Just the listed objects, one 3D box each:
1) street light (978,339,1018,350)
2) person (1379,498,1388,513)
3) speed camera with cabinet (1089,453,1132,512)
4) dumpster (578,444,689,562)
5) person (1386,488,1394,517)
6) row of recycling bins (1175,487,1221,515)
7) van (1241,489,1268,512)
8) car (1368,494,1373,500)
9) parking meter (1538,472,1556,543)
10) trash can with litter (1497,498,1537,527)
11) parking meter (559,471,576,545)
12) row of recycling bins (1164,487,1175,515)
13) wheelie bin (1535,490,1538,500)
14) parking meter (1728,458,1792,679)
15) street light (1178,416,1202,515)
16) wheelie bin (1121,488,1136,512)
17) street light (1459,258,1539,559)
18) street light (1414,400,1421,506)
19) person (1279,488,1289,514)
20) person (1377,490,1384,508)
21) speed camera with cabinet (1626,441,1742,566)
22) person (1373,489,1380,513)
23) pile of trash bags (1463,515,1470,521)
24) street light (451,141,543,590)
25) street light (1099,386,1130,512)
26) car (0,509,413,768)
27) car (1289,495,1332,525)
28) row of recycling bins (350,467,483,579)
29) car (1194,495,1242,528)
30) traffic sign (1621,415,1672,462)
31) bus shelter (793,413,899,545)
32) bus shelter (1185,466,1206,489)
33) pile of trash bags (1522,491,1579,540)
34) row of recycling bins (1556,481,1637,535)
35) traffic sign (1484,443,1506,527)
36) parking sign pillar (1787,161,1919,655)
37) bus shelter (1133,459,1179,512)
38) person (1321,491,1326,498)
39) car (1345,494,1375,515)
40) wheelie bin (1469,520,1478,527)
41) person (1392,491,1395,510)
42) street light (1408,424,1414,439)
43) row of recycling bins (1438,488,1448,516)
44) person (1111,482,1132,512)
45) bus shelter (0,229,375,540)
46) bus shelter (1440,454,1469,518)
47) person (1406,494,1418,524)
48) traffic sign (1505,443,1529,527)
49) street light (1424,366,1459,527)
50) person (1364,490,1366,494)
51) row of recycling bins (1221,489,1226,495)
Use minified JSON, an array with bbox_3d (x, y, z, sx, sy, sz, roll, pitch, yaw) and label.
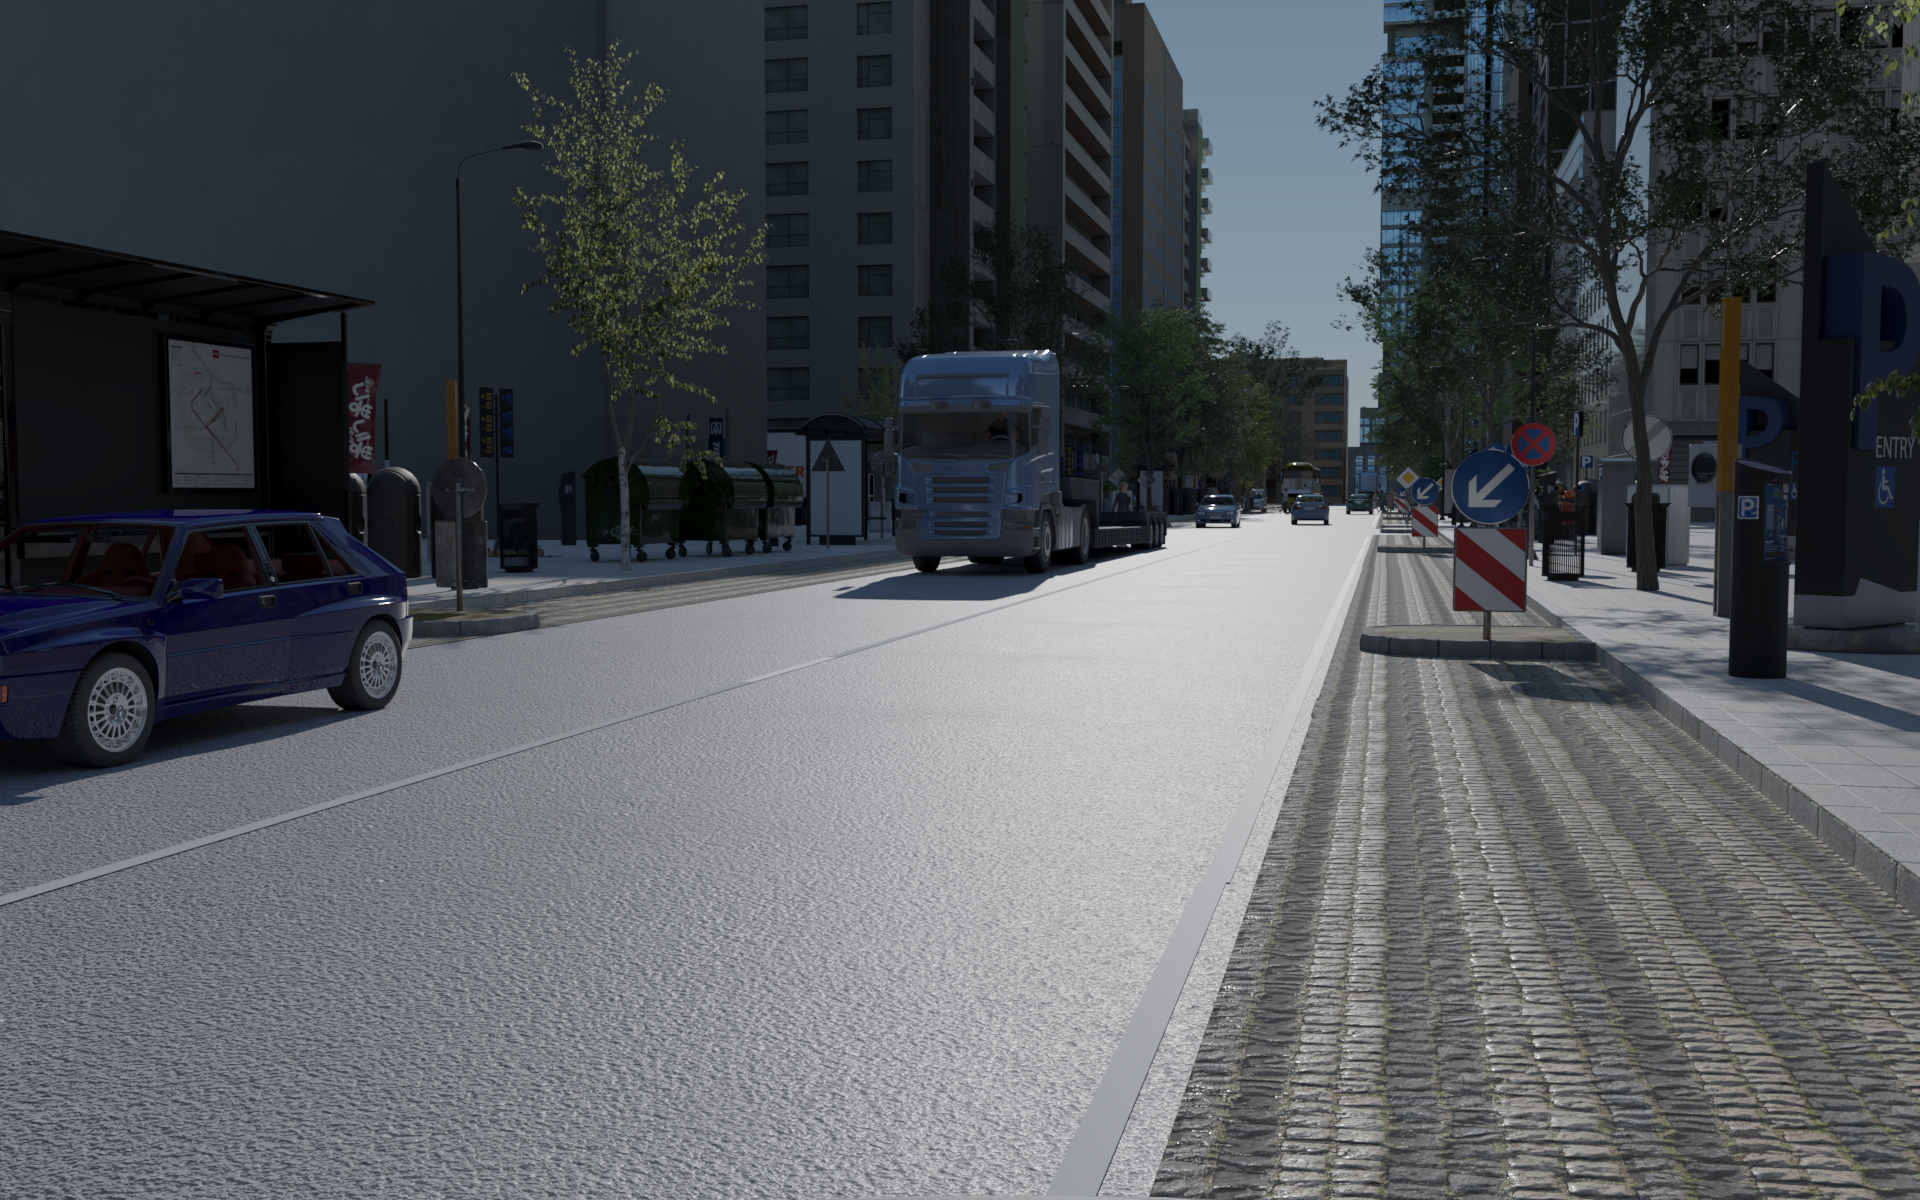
[{"bbox_3d":[1.054,-4.874,52.234,1.470,5.913,1.316,1,4,14],"label":"street light"},{"bbox_3d":[31.223,-6.965,127.884,0.738,1.151,1.012,-3,5,-43],"label":"person"},{"bbox_3d":[7.331,-5.505,84.350,2.038,3.252,0.660,0,4,-2],"label":"speed camera with cabinet"},{"bbox_3d":[-6.271,-1.884,33.291,1.502,2.255,1.985,1,4,14],"label":"dumpster"},{"bbox_3d":[26.739,-6.037,107.553,0.599,1.781,0.374,-1,4,-18],"label":"person"},{"bbox_3d":[16.132,-6.808,118.416,3.534,1.692,1.069,-3,5,-43],"label":"row of recycling bins"},{"bbox_3d":[22.769,-7.752,133.763,2.013,2.044,4.112,1,4,14],"label":"van"},{"bbox_3d":[42.735,-10.546,182.216,2.009,1.686,4.222,1,4,16],"label":"car"},{"bbox_3d":[15.267,-2.407,45.066,0.399,1.863,0.255,-1,4,-16],"label":"parking meter"},{"bbox_3d":[13.315,-1.861,41.820,1.055,1.170,0.624,-3,5,-43],"label":"trash can with litter"},{"bbox_3d":[-9.817,-2.300,43.312,0.399,1.863,0.255,-1,4,-21],"label":"parking meter"},{"bbox_3d":[12.584,-6.434,112.311,1.069,1.692,3.534,2,4,29],"label":"row of recycling bins"},{"bbox_3d":[39.741,-6.830,119.572,0.693,1.594,0.980,0,4,5],"label":"wheelie bin"},{"bbox_3d":[5.613,-0.229,12.149,0.372,1.533,0.369,0,3,0],"label":"parking meter"},{"bbox_3d":[13.798,-8.029,103.820,1.470,5.913,1.316,1,4,14],"label":"street light"},{"bbox_3d":[8.655,-5.006,89.751,0.980,1.594,0.693,1,4,17],"label":"wheelie bin"},{"bbox_3d":[10.714,-3.766,34.113,1.470,5.913,1.316,1,4,14],"label":"street light"},{"bbox_3d":[23.181,-6.884,85.086,1.470,5.913,1.316,1,4,14],"label":"street light"},{"bbox_3d":[23.034,-7.014,123.032,0.795,1.843,0.661,1,4,16],"label":"person"},{"bbox_3d":[33.981,-8.003,139.603,0.600,1.795,0.529,-1,4,-18],"label":"person"},{"bbox_3d":[12.886,-2.235,30.883,0.660,3.252,2.038,-2,4,-26],"label":"speed camera with cabinet"},{"bbox_3d":[30.376,-7.204,126.632,0.624,1.780,0.694,3,5,41],"label":"person"},{"bbox_3d":[23.991,-4.307,80.168,1.912,1.369,3.447,0,3,0],"label":"pile of trash bags"},{"bbox_3d":[-6.159,-3.090,23.058,1.470,5.913,1.316,1,4,14],"label":"street light"},{"bbox_3d":[6.610,-6.253,74.774,1.470,5.913,1.316,1,4,14],"label":"street light"},{"bbox_3d":[-4.976,0.132,10.427,1.945,1.354,3.894,1,4,13],"label":"car"},{"bbox_3d":[16.561,-4.272,81.848,2.014,1.417,4.499,1,4,13],"label":"car"},{"bbox_3d":[-9.081,-1.194,26.633,3.534,1.692,1.069,0,4,1],"label":"row of recycling bins"},{"bbox_3d":[11.195,-3.851,74.966,2.014,1.417,4.499,1,4,12],"label":"car"},{"bbox_3d":[11.019,-1.697,27.857,0.768,2.556,0.104,1,4,16],"label":"traffic sign"},{"bbox_3d":[-2.539,-3.175,45.831,2.014,3.302,5.546,1,4,14],"label":"bus shelter"},{"bbox_3d":[16.989,-8.136,126.952,2.014,3.302,5.546,1,4,14],"label":"bus shelter"},{"bbox_3d":[16.510,-2.379,48.647,1.912,1.369,3.447,0,4,-4],"label":"pile of trash bags"},{"bbox_3d":[19.966,-2.889,54.351,1.069,1.692,3.534,-3,5,-44],"label":"row of recycling bins"},{"bbox_3d":[13.463,-2.659,43.587,0.768,2.556,0.104,1,4,19],"label":"traffic sign"},{"bbox_3d":[7.523,-1.588,14.438,1.447,3.967,1.447,-3,4,-37],"label":"parking sign pillar"},{"bbox_3d":[11.632,-6.654,102.712,2.014,3.302,5.546,1,4,14],"label":"bus shelter"},{"bbox_3d":[37.314,-10.343,178.061,0.683,1.767,0.568,1,4,10],"label":"person"},{"bbox_3d":[28.287,-6.774,122.560,2.131,1.459,4.920,1,4,14],"label":"car"},{"bbox_3d":[18.307,-3.238,60.854,0.980,1.594,0.693,3,5,44],"label":"wheelie bin"},{"bbox_3d":[38.112,-8.741,152.349,0.436,1.711,0.756,1,4,19],"label":"person"},{"bbox_3d":[30.554,-8.682,114.487,1.470,5.913,1.316,1,4,14],"label":"street light"},{"bbox_3d":[30.649,-6.133,107.379,1.069,1.692,3.534,0,4,-7],"label":"row of recycling bins"},{"bbox_3d":[4.605,-2.478,49.441,0.534,1.772,0.576,3,5,40],"label":"person"},{"bbox_3d":[-8.674,-1.657,18.374,1.731,3.624,6.357,1,4,14],"label":"bus shelter"},{"bbox_3d":[26.063,-5.887,90.176,2.014,3.302,5.546,1,4,14],"label":"bus shelter"},{"bbox_3d":[21.447,-4.467,81.886,0.721,1.781,0.623,-2,4,-30],"label":"person"},{"bbox_3d":[13.066,-2.463,40.381,0.768,2.556,0.104,2,4,23],"label":"traffic sign"},{"bbox_3d":[17.738,-5.533,63.012,1.470,5.913,1.316,1,4,14],"label":"street light"},{"bbox_3d":[40.056,-9.943,171.054,0.705,1.826,1.348,-1,4,-18],"label":"person"},{"bbox_3d":[21.453,-8.417,144.735,1.069,1.692,3.534,1,4,23],"label":"row of recycling bins"}]
